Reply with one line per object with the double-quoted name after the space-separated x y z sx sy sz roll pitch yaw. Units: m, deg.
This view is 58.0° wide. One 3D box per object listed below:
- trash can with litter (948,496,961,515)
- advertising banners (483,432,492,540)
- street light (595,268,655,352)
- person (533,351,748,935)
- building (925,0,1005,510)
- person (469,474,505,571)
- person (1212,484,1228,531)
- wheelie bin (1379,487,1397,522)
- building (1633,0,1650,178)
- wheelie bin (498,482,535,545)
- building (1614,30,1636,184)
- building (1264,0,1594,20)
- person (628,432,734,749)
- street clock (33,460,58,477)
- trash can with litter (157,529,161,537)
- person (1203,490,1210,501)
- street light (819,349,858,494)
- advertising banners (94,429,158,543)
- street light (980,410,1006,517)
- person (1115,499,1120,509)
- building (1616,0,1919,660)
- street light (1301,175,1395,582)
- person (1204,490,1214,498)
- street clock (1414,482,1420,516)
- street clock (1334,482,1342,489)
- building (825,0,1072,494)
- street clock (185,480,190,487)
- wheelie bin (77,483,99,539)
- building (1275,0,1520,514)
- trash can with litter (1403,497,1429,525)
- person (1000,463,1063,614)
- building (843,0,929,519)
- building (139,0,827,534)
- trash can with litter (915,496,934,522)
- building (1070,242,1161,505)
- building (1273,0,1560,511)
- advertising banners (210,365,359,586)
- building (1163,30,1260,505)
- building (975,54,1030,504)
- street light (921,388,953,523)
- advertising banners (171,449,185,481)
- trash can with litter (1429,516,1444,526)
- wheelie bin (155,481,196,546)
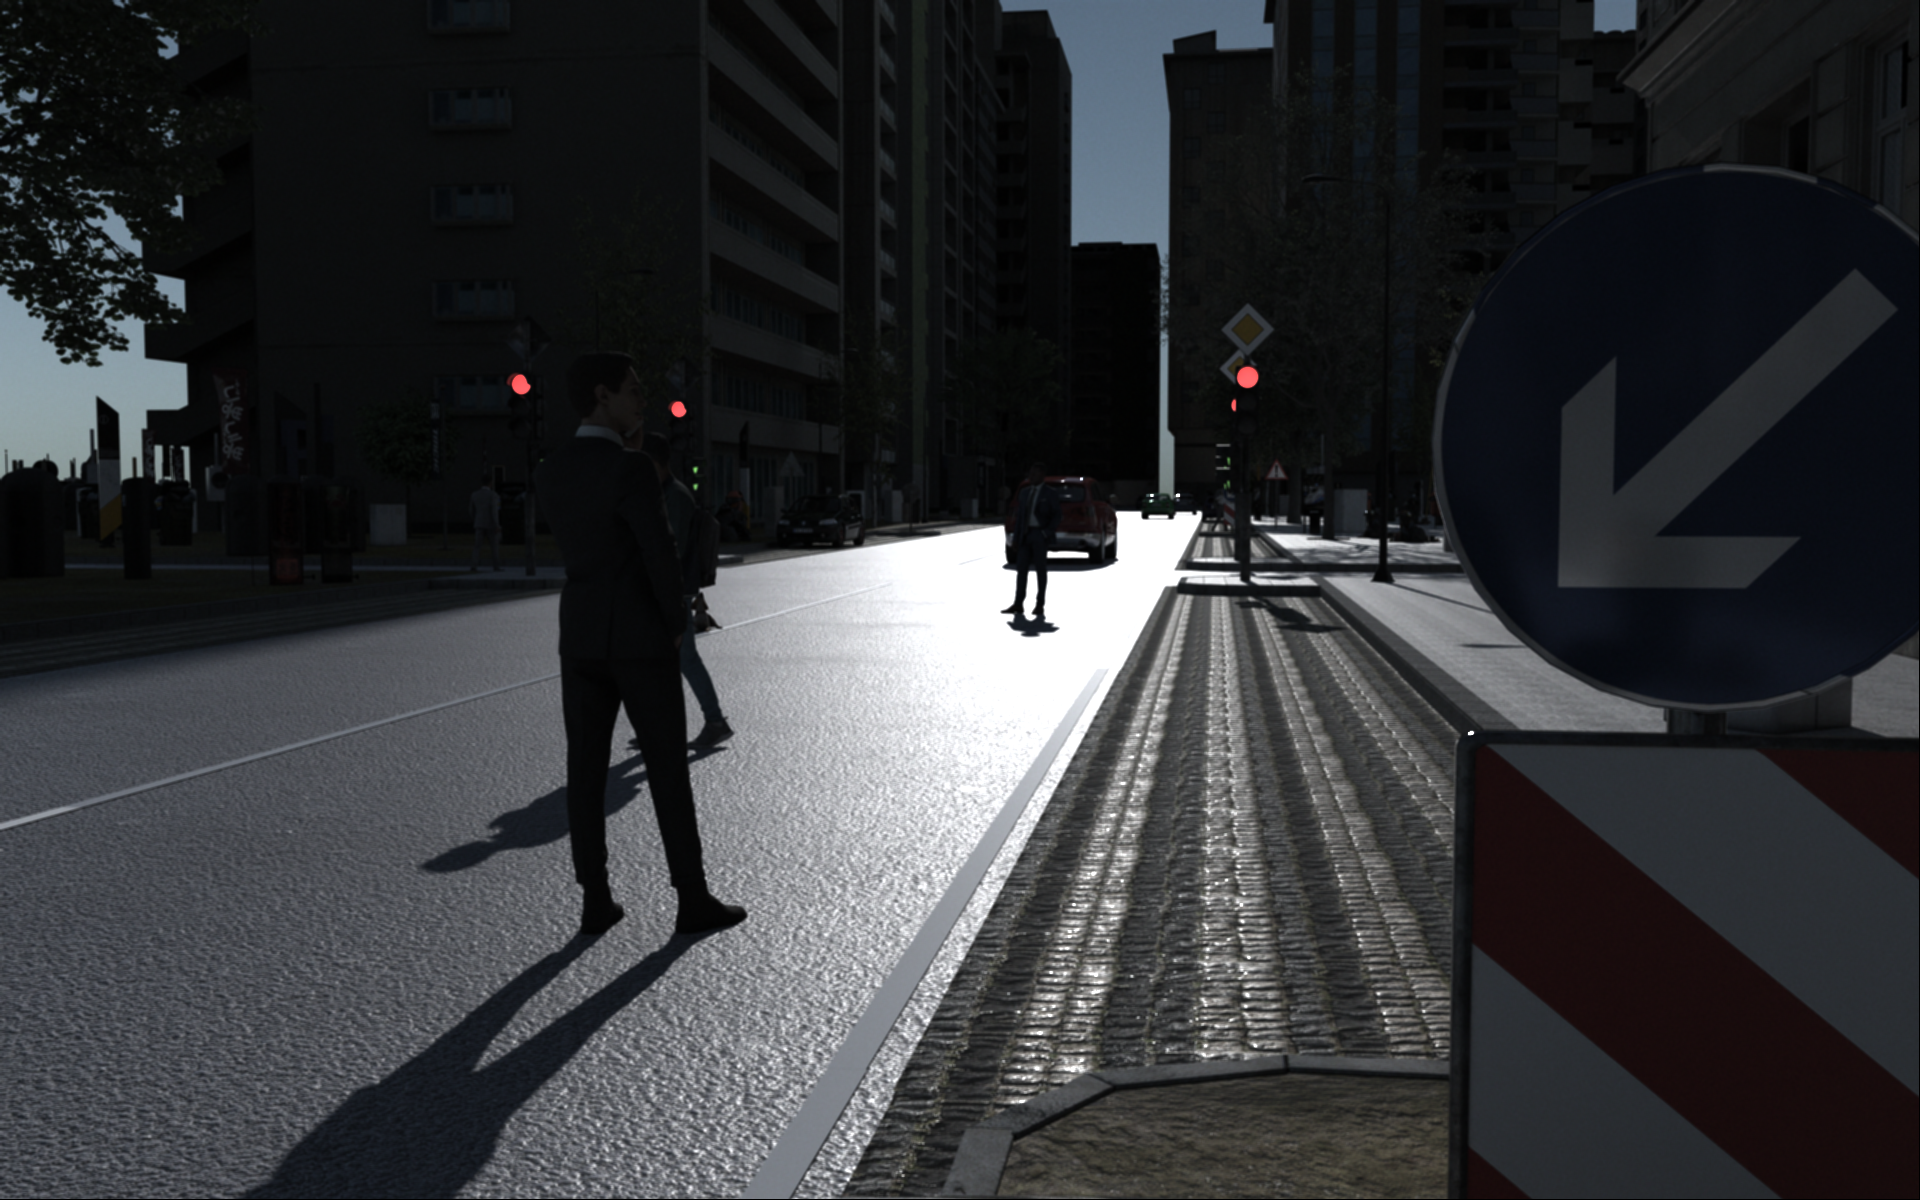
-0.245 -5.757 105.189 2.233 1.210 1.678 0 4 -7 "trash can with litter"
-13.221 -3.201 48.523 0.090 3.025 2.074 -1 4 -20 "advertising banners"
-6.961 -3.870 35.810 1.470 5.913 1.316 1 4 8 "street light"
-1.092 0.129 5.758 0.648 1.900 0.474 2 4 27 "person"
-7.508 -41.742 120.732 20.563 71.187 20.611 1 4 8 "building"
-8.336 -1.323 30.404 0.678 1.792 0.850 1 4 16 "person"
9.261 -3.234 61.473 0.679 1.850 0.850 -3 5 -40 "person"
19.832 -4.430 80.334 0.693 1.594 0.980 -1 4 -11 "wheelie bin"
74.528 -44.330 163.049 20.611 71.187 20.563 1 4 8 "building"
-11.268 -2.201 43.896 0.980 1.594 0.693 0 4 -5 "wheelie bin"
65.163 -37.361 200.095 27.495 52.752 28.713 1 4 8 "building"
43.471 -35.161 164.124 28.713 52.752 27.495 1 4 8 "building"
-1.663 -0.060 9.836 0.721 1.781 0.623 -2 4 -35 "person"
-19.659 -1.999 37.259 0.471 2.002 0.358 1 4 11 "street clock"
-23.316 -2.426 51.057 1.055 1.170 0.624 2 4 32 "trash can with litter"
20.518 -8.253 144.230 0.721 1.735 1.217 2 4 28 "person"
-3.961 -5.088 55.726 1.470 5.913 1.316 1 4 8 "street light"
-22.016 -3.036 45.819 0.090 3.025 2.074 1 4 22 "advertising banners"
1.827 -7.559 96.136 1.470 5.913 1.316 1 4 8 "street light"
15.312 -9.624 169.081 0.991 1.433 0.599 -3 5 -44 "person"
13.859 -10.604 6.665 16.112 22.955 30.059 1 4 8 "building"
5.670 -3.228 25.316 1.470 5.913 1.316 1 4 8 "street light"
22.521 -8.998 155.635 1.348 1.821 0.705 1 4 15 "person"
27.146 -5.997 102.626 0.471 2.002 0.358 -2 4 -35 "street clock"
22.599 -6.055 103.573 0.471 2.002 0.358 -3 4 -36 "street clock"
-0.253 -33.611 173.240 21.600 48.544 21.300 1 4 8 "building"
-39.944 -5.177 89.220 0.358 2.002 0.471 3 5 40 "street clock"
-24.971 -2.570 49.921 0.980 1.594 0.693 2 4 27 "wheelie bin"
28.378 -28.426 114.871 14.600 45.320 14.200 1 4 8 "building"
19.137 -3.734 72.441 1.055 1.170 0.624 -1 4 -17 "trash can with litter"
0.885 -0.739 20.758 0.721 1.800 0.419 2 4 31 "person"
-9.705 -24.880 90.380 14.154 41.232 14.086 1 4 8 "building"
-17.088 -27.001 65.167 21.300 48.544 21.600 1 4 8 "building"
-1.907 -4.309 81.516 1.678 1.210 2.233 0 4 -5 "trash can with litter"
16.174 -26.298 201.672 14.107 30.474 14.160 1 4 8 "building"
35.515 -36.311 135.681 21.231 58.520 28.212 1 4 8 "building"
-9.483 -1.724 24.377 0.090 3.025 2.074 3 5 43 "advertising banners"
38.100 -37.663 205.036 27.495 52.752 28.713 1 4 8 "building"
-9.906 -27.739 145.408 32.217 40.220 23.993 1 4 8 "building"
-1.022 -6.324 75.938 1.470 5.913 1.316 1 4 8 "street light"
-29.776 -4.368 67.598 2.074 3.025 0.090 0 4 7 "advertising banners"
19.536 -3.608 70.380 0.624 1.170 1.055 1 4 21 "trash can with litter"
-19.441 -2.148 43.035 0.693 1.594 0.980 3 4 37 "wheelie bin"
